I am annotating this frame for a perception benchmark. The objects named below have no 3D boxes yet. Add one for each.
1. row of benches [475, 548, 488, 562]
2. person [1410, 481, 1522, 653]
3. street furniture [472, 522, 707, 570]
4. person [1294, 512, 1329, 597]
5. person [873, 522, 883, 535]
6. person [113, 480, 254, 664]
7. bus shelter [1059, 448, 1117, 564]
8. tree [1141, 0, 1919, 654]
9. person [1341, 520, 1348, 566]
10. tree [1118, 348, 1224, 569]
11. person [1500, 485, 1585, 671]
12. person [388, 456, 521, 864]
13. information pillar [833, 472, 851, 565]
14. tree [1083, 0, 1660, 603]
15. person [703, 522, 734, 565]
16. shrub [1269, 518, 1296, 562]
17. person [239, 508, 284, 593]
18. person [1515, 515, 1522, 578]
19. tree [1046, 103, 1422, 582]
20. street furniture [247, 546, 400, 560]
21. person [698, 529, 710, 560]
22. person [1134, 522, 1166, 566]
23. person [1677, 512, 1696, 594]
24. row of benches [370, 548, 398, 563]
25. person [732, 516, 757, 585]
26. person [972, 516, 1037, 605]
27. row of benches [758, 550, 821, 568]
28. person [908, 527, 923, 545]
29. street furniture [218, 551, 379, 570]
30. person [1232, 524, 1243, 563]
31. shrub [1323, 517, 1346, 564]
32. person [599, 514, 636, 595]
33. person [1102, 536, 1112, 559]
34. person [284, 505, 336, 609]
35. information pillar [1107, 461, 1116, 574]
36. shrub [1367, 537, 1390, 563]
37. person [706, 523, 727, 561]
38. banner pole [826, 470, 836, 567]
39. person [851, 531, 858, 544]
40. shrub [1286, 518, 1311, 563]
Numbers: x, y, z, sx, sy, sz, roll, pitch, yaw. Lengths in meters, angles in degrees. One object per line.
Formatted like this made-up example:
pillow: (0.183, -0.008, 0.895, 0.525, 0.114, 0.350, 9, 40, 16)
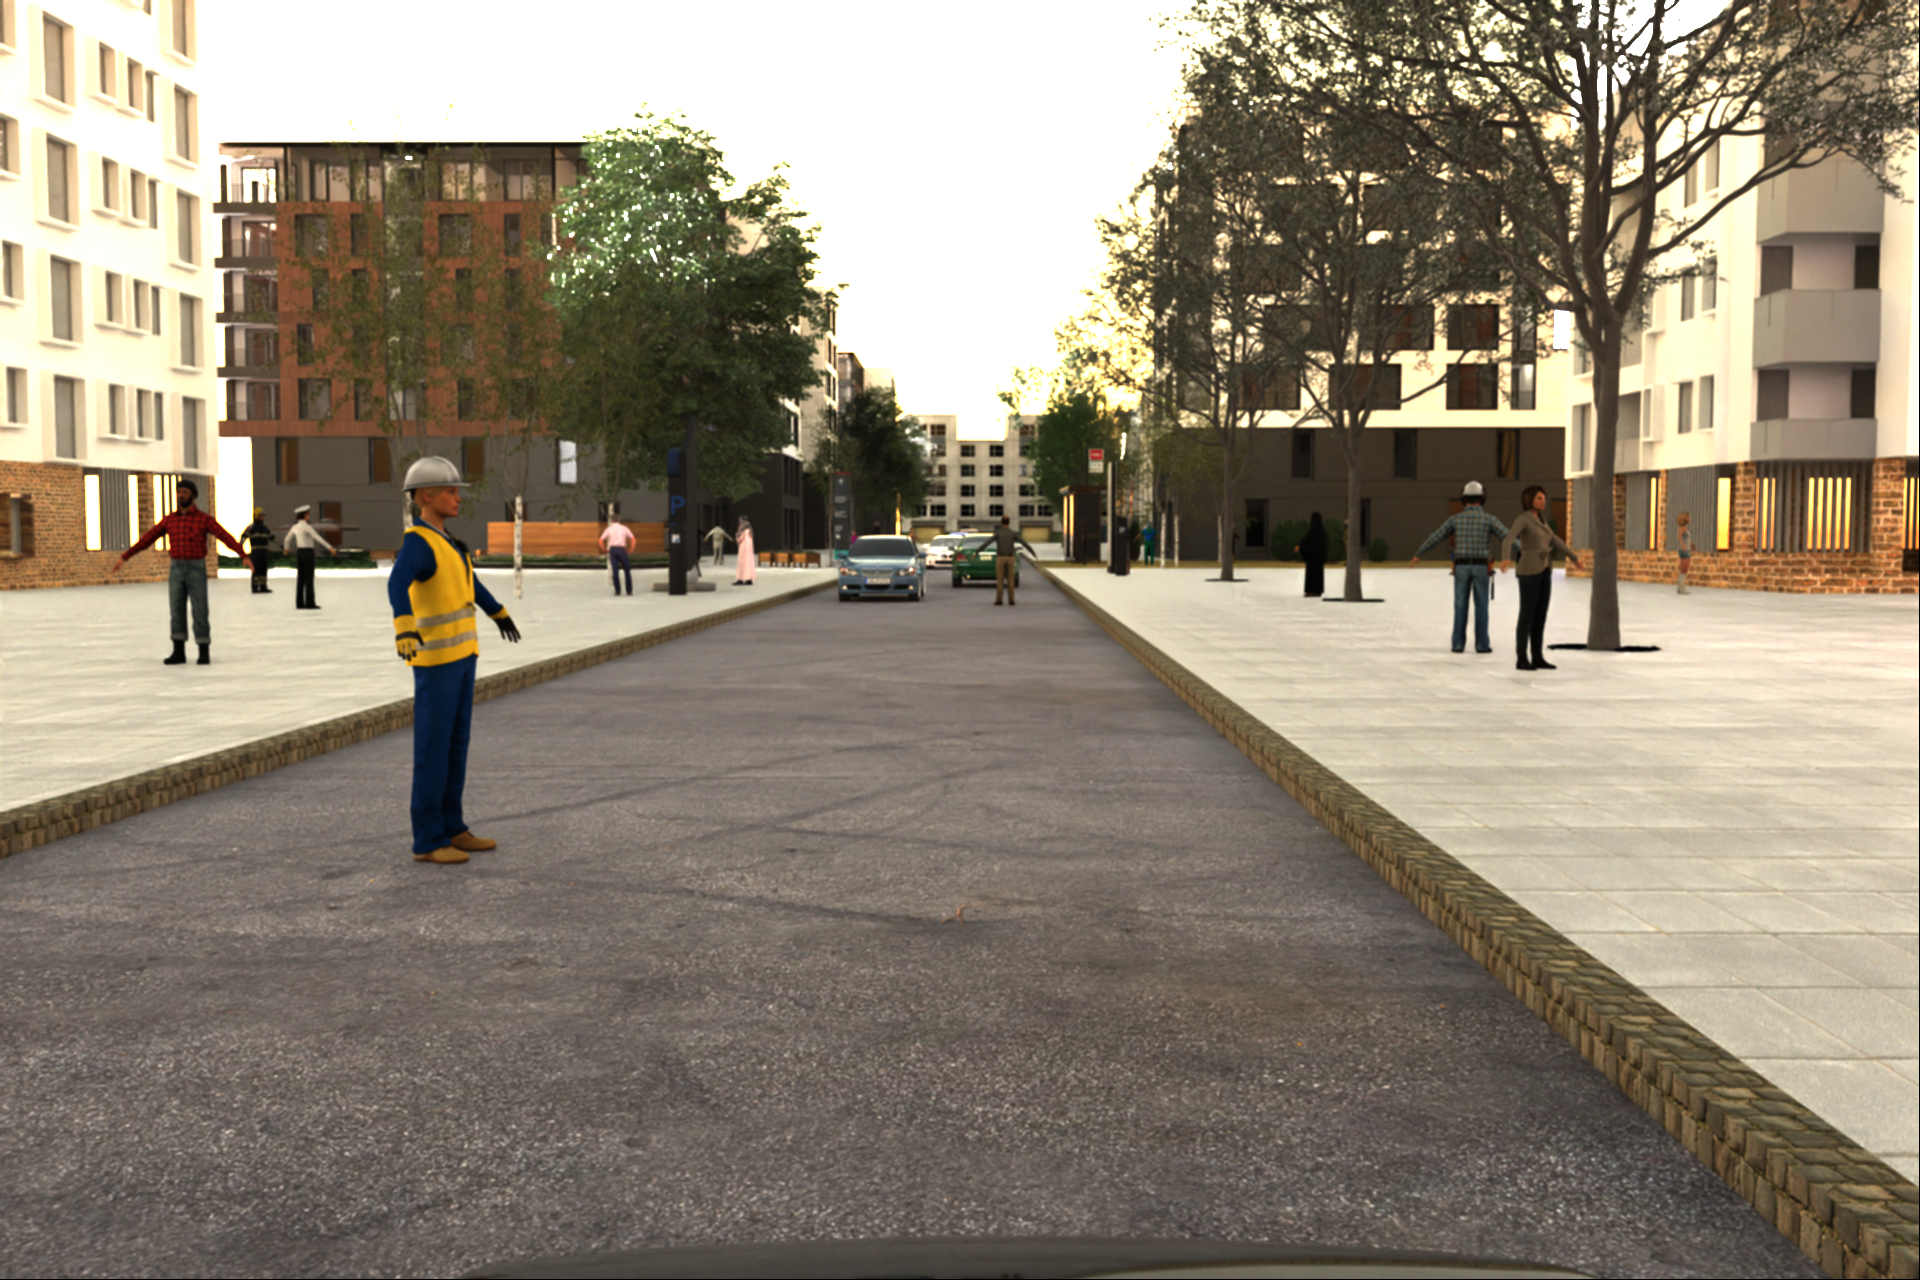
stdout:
row of benches: (-20.349, -3.958, 80.180, 4.104, 0.672, 1.422, -2, 4, -35)
person: (5.549, -0.790, 18.752, 1.345, 1.849, 0.704, 1, 4, 23)
street furniture: (-14.175, -3.555, 64.975, 11.010, 1.723, 9.812, 1, 4, 18)
person: (7.205, -1.754, 35.471, 0.721, 1.737, 1.214, 3, 5, 41)
person: (-3.969, -4.672, 82.168, 0.705, 1.856, 1.354, -2, 4, -23)
person: (-7.624, -0.671, 17.081, 1.345, 1.816, 0.704, 0, 4, -3)
bus shelter: (5.706, -6.197, 78.957, 2.179, 5.291, 8.768, 0, 4, -1)
tree: (7.108, -6.640, 18.939, 12.009, 13.543, 11.850, 0, 3, 0)
person: (15.583, -3.905, 69.621, 0.705, 1.858, 1.354, 0, 4, -1)
tree: (7.366, -6.954, 64.062, 4.360, 8.622, 3.978, 0, 3, 0)
person: (5.489, -0.588, 16.370, 1.215, 1.744, 0.721, -3, 4, -36)
person: (-2.219, 0.077, 7.661, 0.721, 1.772, 1.216, 0, 4, 6)
information pillar: (-4.946, -5.102, 72.796, 0.750, 3.857, 0.750, 0, 4, 3)
tree: (7.423, -7.466, 32.436, 12.009, 13.543, 11.850, 0, 3, 0)
person: (-10.159, -4.073, 72.778, 1.347, 1.806, 0.705, 1, 4, 10)
shrub: (15.227, -4.686, 80.661, 1.661, 2.075, 1.752, 0, 3, 0)
person: (-15.234, -1.953, 37.695, 0.704, 1.858, 1.351, 1, 4, 22)
person: (16.545, -2.756, 50.922, 0.704, 1.845, 1.351, -1, 4, -12)
tree: (7.412, -8.349, 46.880, 12.009, 13.543, 11.850, 0, 3, 0)
street furniture: (-31.080, -4.249, 85.091, 5.734, 0.657, 10.072, 2, 4, 25)
person: (-13.023, -4.854, 85.556, 1.347, 1.806, 0.705, -1, 4, -8)
person: (7.728, -3.944, 70.613, 1.347, 1.817, 0.704, 1, 4, 15)
person: (15.525, -1.855, 36.933, 0.721, 1.753, 1.214, 2, 4, 32)
row of benches: (-24.449, -3.801, 77.611, 4.104, 0.672, 1.422, 0, 4, 0)
person: (-5.446, -2.260, 43.659, 0.621, 1.740, 0.551, 0, 4, -7)
person: (0.912, -1.608, 35.012, 1.348, 1.796, 0.705, 0, 4, -7)
row of benches: (-6.618, -3.169, 67.276, 1.422, 0.672, 4.104, -2, 4, -34)
person: (-2.090, -4.244, 78.646, 0.721, 1.733, 1.217, 3, 5, 39)
street furniture: (-25.773, -3.044, 65.395, 5.734, 0.657, 10.072, -2, 4, -30)
person: (11.906, -4.266, 75.891, 1.346, 1.812, 0.704, -3, 5, -45)
shrub: (15.705, -4.233, 73.251, 1.661, 2.075, 1.752, 0, 3, 0)
person: (-7.170, -1.794, 36.310, 0.756, 1.711, 0.436, 0, 4, -4)
person: (7.915, -5.083, 89.232, 1.348, 1.813, 0.705, -2, 4, -35)
person: (-11.204, -1.427, 29.790, 1.216, 1.778, 0.721, 2, 4, 28)
information pillar: (4.982, -4.008, 56.846, 0.184, 3.620, 1.656, 0, 4, 1)
shrub: (18.802, -4.081, 77.845, 1.383, 1.207, 1.383, 0, 3, 0)
person: (-11.558, -4.723, 83.195, 1.349, 1.833, 0.705, -1, 4, -18)
banner pole: (-5.035, -4.752, 67.718, 0.401, 3.779, 0.863, 0, 4, 1)
person: (-5.270, -4.698, 86.081, 0.991, 1.433, 0.599, 1, 4, 15)
shrub: (15.470, -4.522, 77.969, 1.661, 2.075, 1.752, 0, 3, 0)
